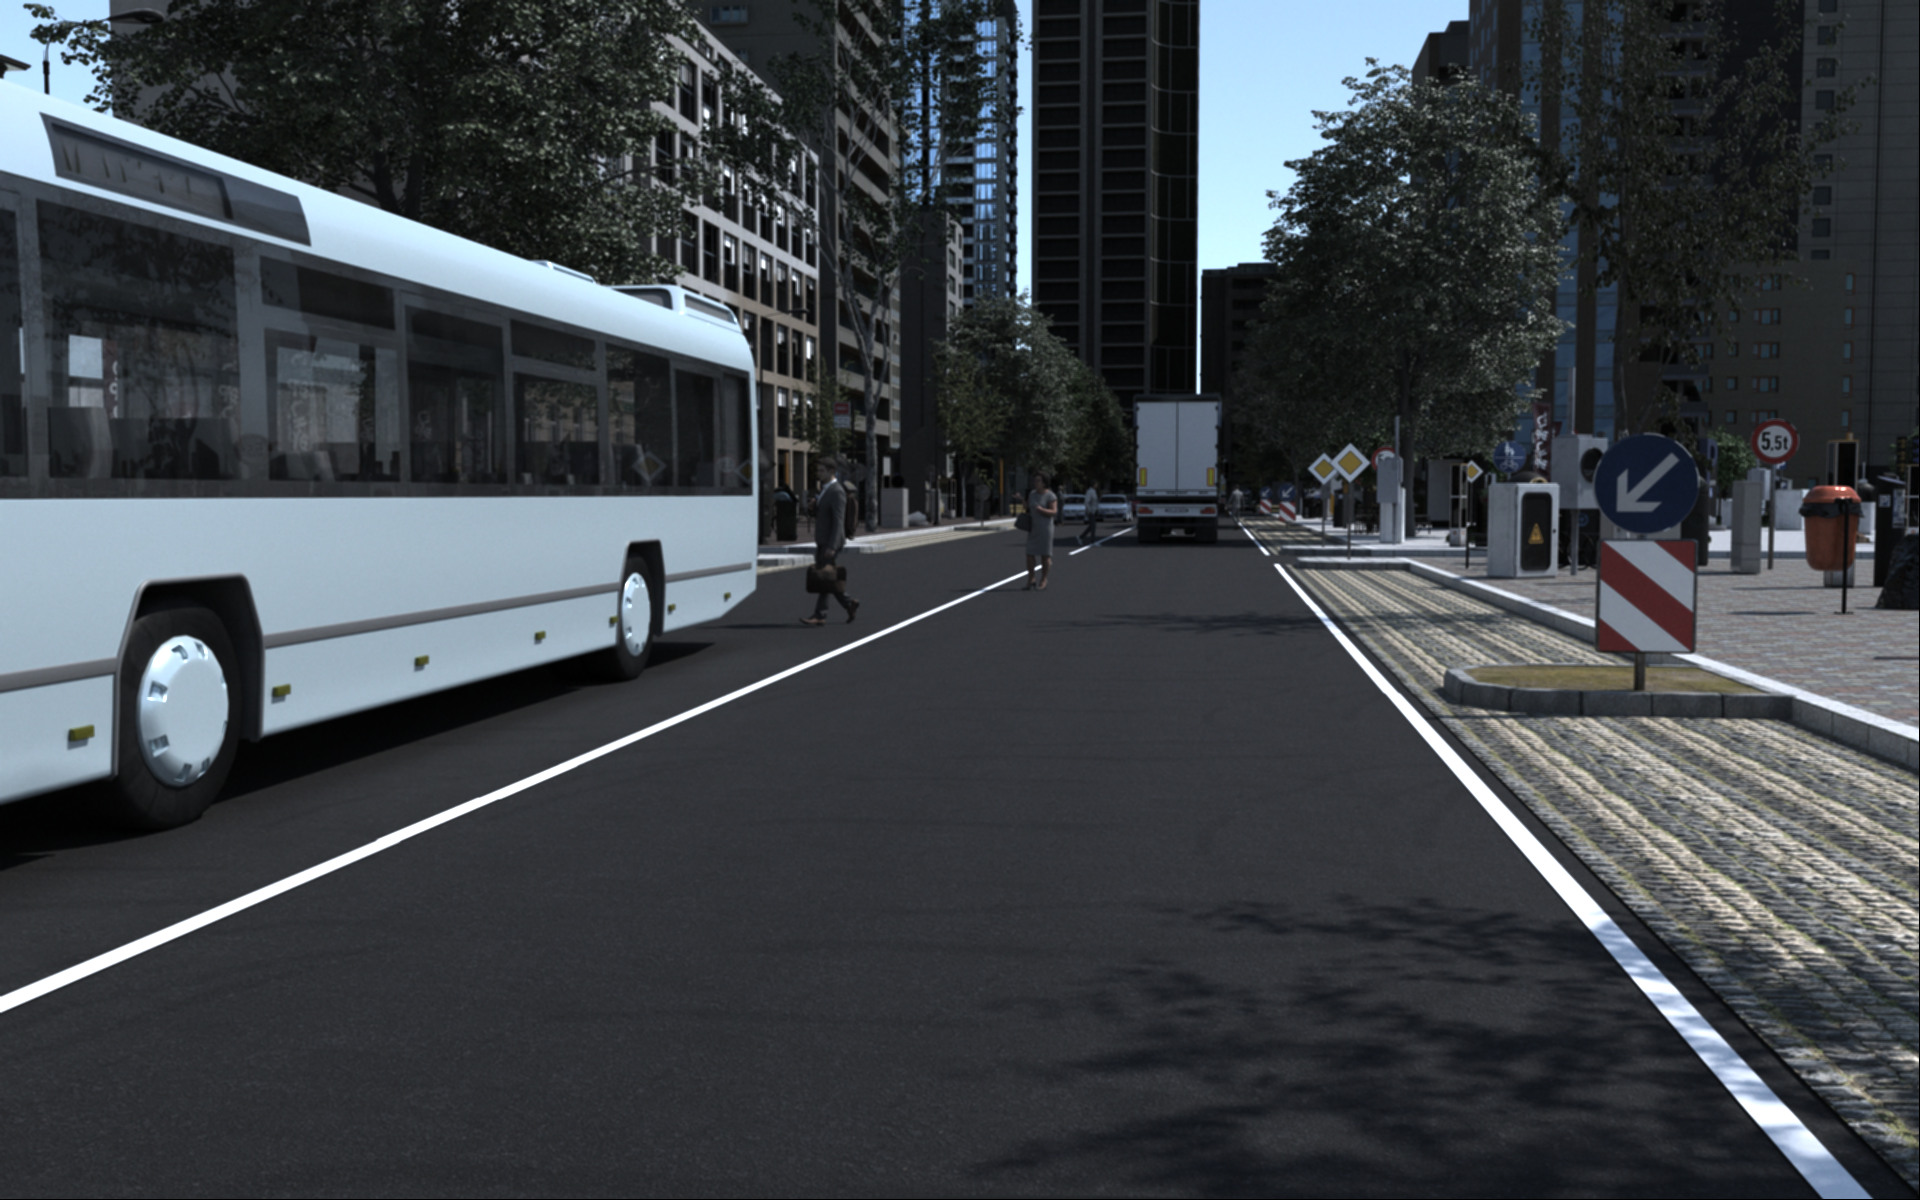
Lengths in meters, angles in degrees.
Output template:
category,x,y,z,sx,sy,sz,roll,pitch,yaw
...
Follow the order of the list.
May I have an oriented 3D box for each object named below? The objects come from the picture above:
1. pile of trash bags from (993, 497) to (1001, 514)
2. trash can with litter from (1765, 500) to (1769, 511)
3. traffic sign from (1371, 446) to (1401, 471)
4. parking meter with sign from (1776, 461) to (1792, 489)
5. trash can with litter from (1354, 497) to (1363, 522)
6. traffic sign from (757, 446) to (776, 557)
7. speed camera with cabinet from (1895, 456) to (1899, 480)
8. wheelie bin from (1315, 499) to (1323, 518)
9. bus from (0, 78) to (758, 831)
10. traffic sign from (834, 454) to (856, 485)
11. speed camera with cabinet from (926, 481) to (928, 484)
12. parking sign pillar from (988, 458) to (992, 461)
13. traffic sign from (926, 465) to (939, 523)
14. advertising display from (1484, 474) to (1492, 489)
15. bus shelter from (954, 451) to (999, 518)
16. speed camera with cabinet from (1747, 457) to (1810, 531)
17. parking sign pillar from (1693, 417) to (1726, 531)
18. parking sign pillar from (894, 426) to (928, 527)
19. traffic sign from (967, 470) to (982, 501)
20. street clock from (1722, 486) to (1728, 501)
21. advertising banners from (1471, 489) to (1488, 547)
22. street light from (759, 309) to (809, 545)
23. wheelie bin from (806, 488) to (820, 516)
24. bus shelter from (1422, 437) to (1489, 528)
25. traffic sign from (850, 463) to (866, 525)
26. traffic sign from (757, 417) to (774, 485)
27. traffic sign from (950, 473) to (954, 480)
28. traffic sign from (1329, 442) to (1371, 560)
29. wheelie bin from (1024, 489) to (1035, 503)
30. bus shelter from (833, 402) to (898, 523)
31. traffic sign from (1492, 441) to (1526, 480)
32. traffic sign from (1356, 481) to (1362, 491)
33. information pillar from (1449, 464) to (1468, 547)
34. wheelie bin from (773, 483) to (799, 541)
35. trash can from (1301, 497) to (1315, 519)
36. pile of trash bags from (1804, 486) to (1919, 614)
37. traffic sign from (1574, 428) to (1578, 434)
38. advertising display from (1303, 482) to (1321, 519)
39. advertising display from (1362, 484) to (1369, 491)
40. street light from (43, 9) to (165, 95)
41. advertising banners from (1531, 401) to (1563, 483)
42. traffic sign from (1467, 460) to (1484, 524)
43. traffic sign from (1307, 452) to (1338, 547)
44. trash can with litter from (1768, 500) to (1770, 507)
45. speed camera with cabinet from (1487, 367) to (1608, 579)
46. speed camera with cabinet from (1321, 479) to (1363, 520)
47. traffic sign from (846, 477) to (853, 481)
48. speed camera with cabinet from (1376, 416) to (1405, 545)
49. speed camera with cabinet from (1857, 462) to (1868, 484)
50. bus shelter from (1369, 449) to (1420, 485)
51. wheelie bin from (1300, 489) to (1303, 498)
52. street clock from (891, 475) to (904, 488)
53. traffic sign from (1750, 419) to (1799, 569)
category,x,y,z,sx,sy,sz,roll,pitch,yaw
pile of trash bags,1.702,-6.081,109.172,1.912,1.369,3.447,1,4,15
trash can with litter,48.762,-5.707,104.362,1.678,1.210,2.233,-1,4,-20
traffic sign,11.307,-2.808,46.022,0.768,2.556,0.104,1,4,18
parking meter with sign,40.679,-5.446,85.296,0.543,3.016,1.738,3,5,43
trash can with litter,18.514,-4.182,79.767,1.055,1.170,0.624,0,4,8
traffic sign,-4.143,-1.943,35.409,0.795,2.450,0.064,1,4,8
speed camera with cabinet,48.407,-5.849,89.973,0.660,3.252,2.038,2,4,31
wheelie bin,19.487,-5.258,93.872,0.980,1.594,0.693,-1,4,-11
bus,-4.130,-0.944,10.300,2.948,3.499,13.247,0,4,8
traffic sign,-2.989,-2.426,43.311,0.795,2.450,0.064,1,4,8
speed camera with cabinet,-2.844,-6.299,97.324,2.038,3.252,0.660,2,4,24
parking sign pillar,1.733,-7.604,112.799,1.447,3.967,1.447,1,4,12
traffic sign,-1.295,-4.653,76.185,0.768,2.556,0.104,1,4,13
advertising display,17.318,-3.159,56.857,0.123,1.923,0.974,1,4,11
bus shelter,0.955,-6.471,97.088,1.731,3.624,6.357,1,4,8
speed camera with cabinet,29.124,-4.115,61.621,0.660,3.252,2.038,-3,4,-36
parking sign pillar,26.161,-4.424,60.797,1.447,3.967,1.447,3,5,42
parking sign pillar,-1.992,-4.916,68.849,1.447,3.967,1.447,-3,5,-40
traffic sign,0.797,-5.502,89.964,0.884,2.594,0.081,1,4,16
street clock,37.721,-4.945,85.414,0.358,2.002,0.471,2,4,29
advertising banners,13.425,-2.787,41.758,2.074,3.025,0.090,0,4,6
street light,-4.467,-4.345,43.583,1.470,5.913,1.316,1,4,8
wheelie bin,-8.209,-5.474,97.414,0.980,1.594,0.693,3,4,37
bus shelter,18.245,-4.270,63.732,2.014,3.302,5.546,1,4,8
traffic sign,-4.185,-4.317,70.685,0.768,2.556,0.104,1,4,9
traffic sign,-6.039,-3.208,46.321,2.265,3.308,0.079,1,4,17
traffic sign,-0.190,-6.100,99.847,0.768,2.556,0.104,1,4,12
traffic sign,7.574,-1.837,33.683,0.795,2.450,0.064,1,4,8
wheelie bin,4.717,-6.594,115.712,0.980,1.594,0.693,1,4,15
bus shelter,-4.055,-6.137,77.967,2.179,5.291,8.768,1,4,8
traffic sign,13.115,-2.527,41.425,0.768,2.556,0.104,1,4,12
traffic sign,21.407,-5.645,92.400,0.768,2.556,0.104,1,4,15
information pillar,12.142,-2.305,42.180,0.304,2.012,0.304,-3,5,-42
wheelie bin,-4.764,-2.413,47.353,0.693,1.594,0.980,0,4,-8
trash can,18.121,-4.803,90.187,0.748,1.137,0.748,0,3,0
pile of trash bags,10.827,-0.561,18.921,3.447,1.369,1.912,0,4,-8
traffic sign,12.027,-2.080,34.009,0.884,2.594,0.081,1,4,15
advertising display,18.475,-5.240,90.884,0.974,1.923,0.123,0,4,-4
advertising display,22.180,-5.404,93.562,0.974,1.923,0.123,1,4,17
street light,-8.311,-2.709,16.831,1.470,5.913,1.316,1,4,8
advertising banners,11.716,-2.264,33.208,2.074,3.025,0.090,-2,4,-24
traffic sign,17.179,-3.489,58.224,0.795,2.450,0.064,1,4,17
traffic sign,8.729,-2.321,41.584,0.795,2.450,0.064,1,4,8
trash can with litter,38.354,-4.296,81.625,1.055,1.170,0.624,-3,5,-44
speed camera with cabinet,9.049,-1.975,26.622,2.038,3.252,0.660,-2,4,-30
speed camera with cabinet,18.814,-5.554,85.145,2.038,3.252,0.660,0,4,4
traffic sign,-4.758,-4.375,71.542,0.884,2.594,0.081,1,4,9
speed camera with cabinet,11.099,-3.075,44.612,0.660,3.252,2.038,1,4,19
speed camera with cabinet,55.815,-6.961,108.156,0.660,3.252,2.038,0,4,-3
bus shelter,21.220,-6.592,85.409,2.179,5.291,8.768,1,4,8
wheelie bin,22.046,-6.235,109.858,0.980,1.594,0.693,1,4,21
street clock,-2.407,-3.815,66.947,0.471,2.002,0.358,-1,4,-14
traffic sign,13.804,-1.793,29.424,0.768,2.556,0.104,1,4,11
